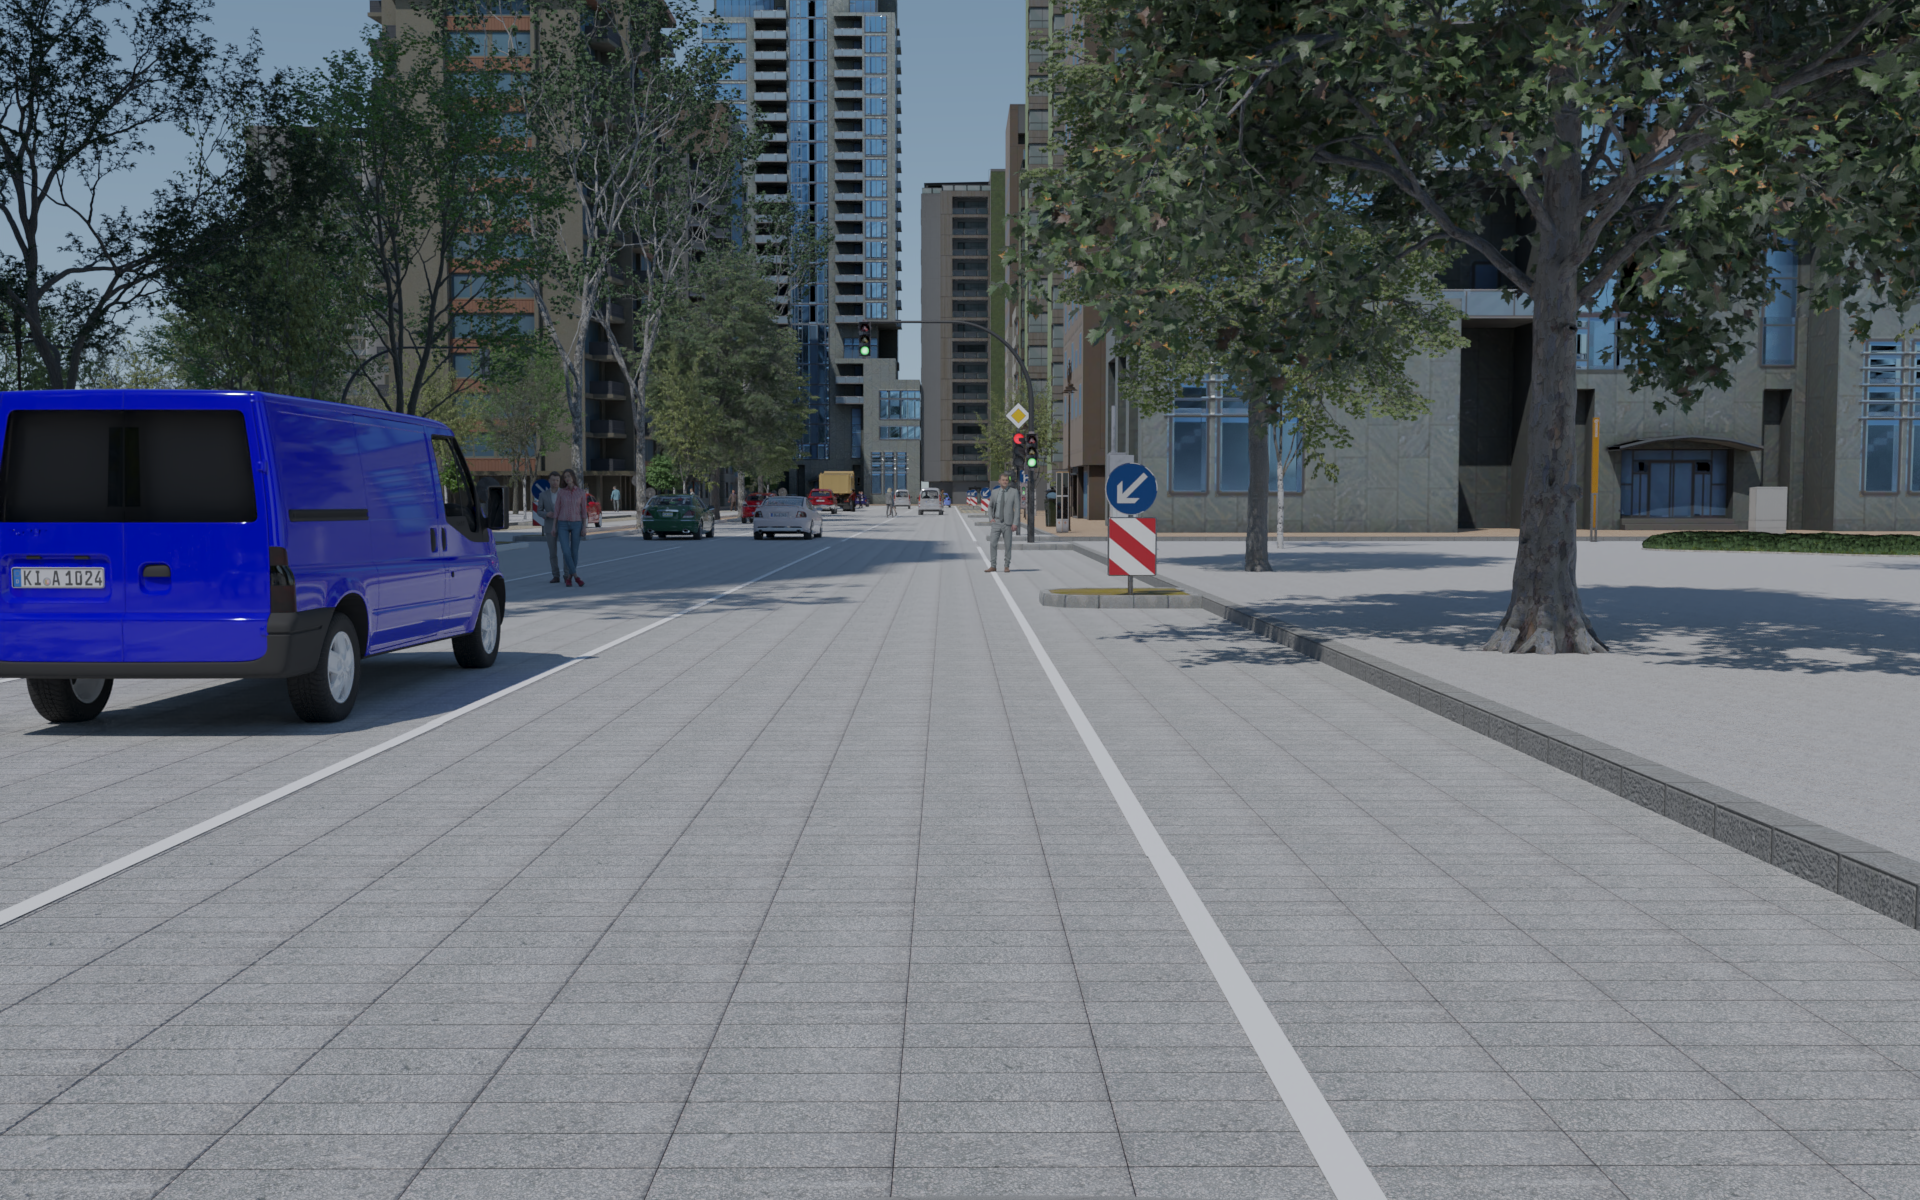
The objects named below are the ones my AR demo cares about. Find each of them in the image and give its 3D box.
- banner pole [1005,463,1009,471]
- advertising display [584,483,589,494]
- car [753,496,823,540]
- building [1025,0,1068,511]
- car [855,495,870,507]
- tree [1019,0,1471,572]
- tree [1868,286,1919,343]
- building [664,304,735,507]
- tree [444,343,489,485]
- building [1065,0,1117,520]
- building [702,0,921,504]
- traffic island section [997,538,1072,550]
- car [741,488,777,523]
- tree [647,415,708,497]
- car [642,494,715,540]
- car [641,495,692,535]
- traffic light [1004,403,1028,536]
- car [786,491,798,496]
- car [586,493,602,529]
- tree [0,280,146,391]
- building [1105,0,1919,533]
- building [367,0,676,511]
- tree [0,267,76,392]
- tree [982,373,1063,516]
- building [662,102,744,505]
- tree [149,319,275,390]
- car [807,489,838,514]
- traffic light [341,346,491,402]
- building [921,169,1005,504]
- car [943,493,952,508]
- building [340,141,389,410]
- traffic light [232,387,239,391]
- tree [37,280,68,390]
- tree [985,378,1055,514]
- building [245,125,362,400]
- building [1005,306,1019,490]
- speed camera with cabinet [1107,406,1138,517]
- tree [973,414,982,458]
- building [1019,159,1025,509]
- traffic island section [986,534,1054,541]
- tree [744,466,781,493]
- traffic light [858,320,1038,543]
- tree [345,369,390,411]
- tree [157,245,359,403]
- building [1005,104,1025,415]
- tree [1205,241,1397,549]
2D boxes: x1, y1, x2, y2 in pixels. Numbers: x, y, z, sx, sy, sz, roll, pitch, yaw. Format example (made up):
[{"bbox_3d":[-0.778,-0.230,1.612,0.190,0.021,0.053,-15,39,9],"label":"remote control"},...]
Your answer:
[{"bbox_3d":[3.381,-8.229,124.562,0.401,3.779,0.863,2,4,24],"label":"banner pole"},{"bbox_3d":[-20.951,-5.598,96.745,0.123,1.923,0.974,1,4,10],"label":"advertising display"},{"bbox_3d":[-5.511,-2.649,55.672,2.083,1.381,4.827,0,4,1],"label":"car"},{"bbox_3d":[12.114,-27.781,137.821,14.154,41.232,14.086,0,4,0],"label":"building"},{"bbox_3d":[-11.111,-11.095,193.976,1.945,1.354,3.894,0,4,0],"label":"car"},{"bbox_3d":[4.520,-6.747,28.438,7.486,12.596,7.792,0,3,0],"label":"tree"},{"bbox_3d":[15.601,-4.642,26.258,4.737,8.622,4.395,0,3,0],"label":"tree"},{"bbox_3d":[-38.111,-20.036,172.620,27.650,21.520,28.899,0,4,0],"label":"building"},{"bbox_3d":[-24.560,-8.011,81.335,4.737,8.622,4.395,0,3,0],"label":"tree"},{"bbox_3d":[12.806,-26.911,90.106,14.600,45.320,14.200,0,4,0],"label":"building"},{"bbox_3d":[-20.576,-55.662,222.740,31.000,86.520,22.319,0,4,0],"label":"building"},{"bbox_3d":[1.879,-1.427,45.615,2.009,0.180,2.903,0,4,0],"label":"traffic island section"},{"bbox_3d":[-9.741,-4.703,85.929,2.155,1.783,4.494,0,4,1],"label":"car"},{"bbox_3d":[-21.559,-11.107,131.963,4.360,8.622,3.978,0,3,0],"label":"tree"},{"bbox_3d":[-8.992,-2.671,55.461,2.131,1.459,4.920,0,4,-1],"label":"car"},{"bbox_3d":[-10.198,-3.040,61.703,2.014,1.417,4.499,0,4,1],"label":"car"},{"bbox_3d":[1.782,-3.949,53.486,0.839,4.253,0.868,0,4,0],"label":"traffic light"},{"bbox_3d":[-15.992,-9.381,163.170,2.009,1.686,4.222,0,4,-1],"label":"car"},{"bbox_3d":[-16.250,-3.886,72.579,2.155,1.783,4.494,0,4,0],"label":"car"},{"bbox_3d":[-45.086,-9.437,80.043,9.928,11.665,9.643,0,3,0],"label":"tree"},{"bbox_3d":[21.396,-46.067,65.867,31.000,86.520,22.319,0,4,0],"label":"building"},{"bbox_3d":[-35.459,-29.843,142.559,22.147,44.769,28.867,0,4,0],"label":"building"},{"bbox_3d":[-29.679,-6.450,55.823,4.737,8.622,4.395,0,3,0],"label":"tree"},{"bbox_3d":[4.358,-9.220,101.110,4.737,8.622,4.395,0,3,0],"label":"tree"},{"bbox_3d":[-32.140,-33.312,194.761,14.200,45.320,14.600,0,4,0],"label":"building"},{"bbox_3d":[-44.822,-11.937,105.538,12.009,13.543,11.850,0,3,0],"label":"tree"},{"bbox_3d":[-9.936,-7.109,124.899,2.281,1.827,5.304,0,4,-2],"label":"car"},{"bbox_3d":[-16.887,-4.814,53.373,4.771,5.953,1.251,0,4,0],"label":"traffic light"},{"bbox_3d":[2.001,-32.826,220.292,14.086,41.232,14.154,0,4,0],"label":"building"},{"bbox_3d":[-1.806,-10.564,182.311,1.945,1.707,3.694,0,4,1],"label":"car"},{"bbox_3d":[-51.170,-30.194,185.557,23.993,40.220,32.217,0,4,0],"label":"building"},{"bbox_3d":[-18.921,-3.451,45.338,0.839,4.253,0.868,0,4,0],"label":"traffic light"},{"bbox_3d":[-26.658,-8.472,64.271,9.928,11.665,9.643,0,3,0],"label":"tree"},{"bbox_3d":[4.020,-9.759,109.927,4.360,8.622,3.978,0,3,0],"label":"tree"},{"bbox_3d":[-70.428,-31.292,195.218,14.086,41.232,14.154,0,4,0],"label":"building"},{"bbox_3d":[18.838,-20.120,174.004,27.650,21.520,28.899,0,4,0],"label":"building"},{"bbox_3d":[3.593,-2.681,38.172,0.660,3.252,2.038,0,4,3],"label":"speed camera with cabinet"},{"bbox_3d":[3.095,-10.425,120.806,4.737,8.622,4.395,0,3,0],"label":"tree"},{"bbox_3d":[12.094,-23.273,152.220,14.160,30.474,14.107,0,4,0],"label":"building"},{"bbox_3d":[1.822,-1.916,53.600,2.009,0.180,2.903,0,4,0],"label":"traffic island section"},{"bbox_3d":[-22.277,-13.239,200.167,4.285,4.588,4.351,0,3,0],"label":"tree"},{"bbox_3d":[-0.252,-4.323,45.345,4.771,5.953,1.251,0,4,0],"label":"traffic light"},{"bbox_3d":[-35.338,-9.240,101.436,4.360,8.622,3.978,0,3,0],"label":"tree"},{"bbox_3d":[-33.341,-10.758,82.543,9.857,13.997,8.962,0,3,0],"label":"tree"},{"bbox_3d":[12.222,-33.340,195.226,14.600,45.320,14.200,0,4,0],"label":"building"},{"bbox_3d":[7.685,-5.500,40.283,4.737,8.622,4.395,0,3,0],"label":"tree"}]
